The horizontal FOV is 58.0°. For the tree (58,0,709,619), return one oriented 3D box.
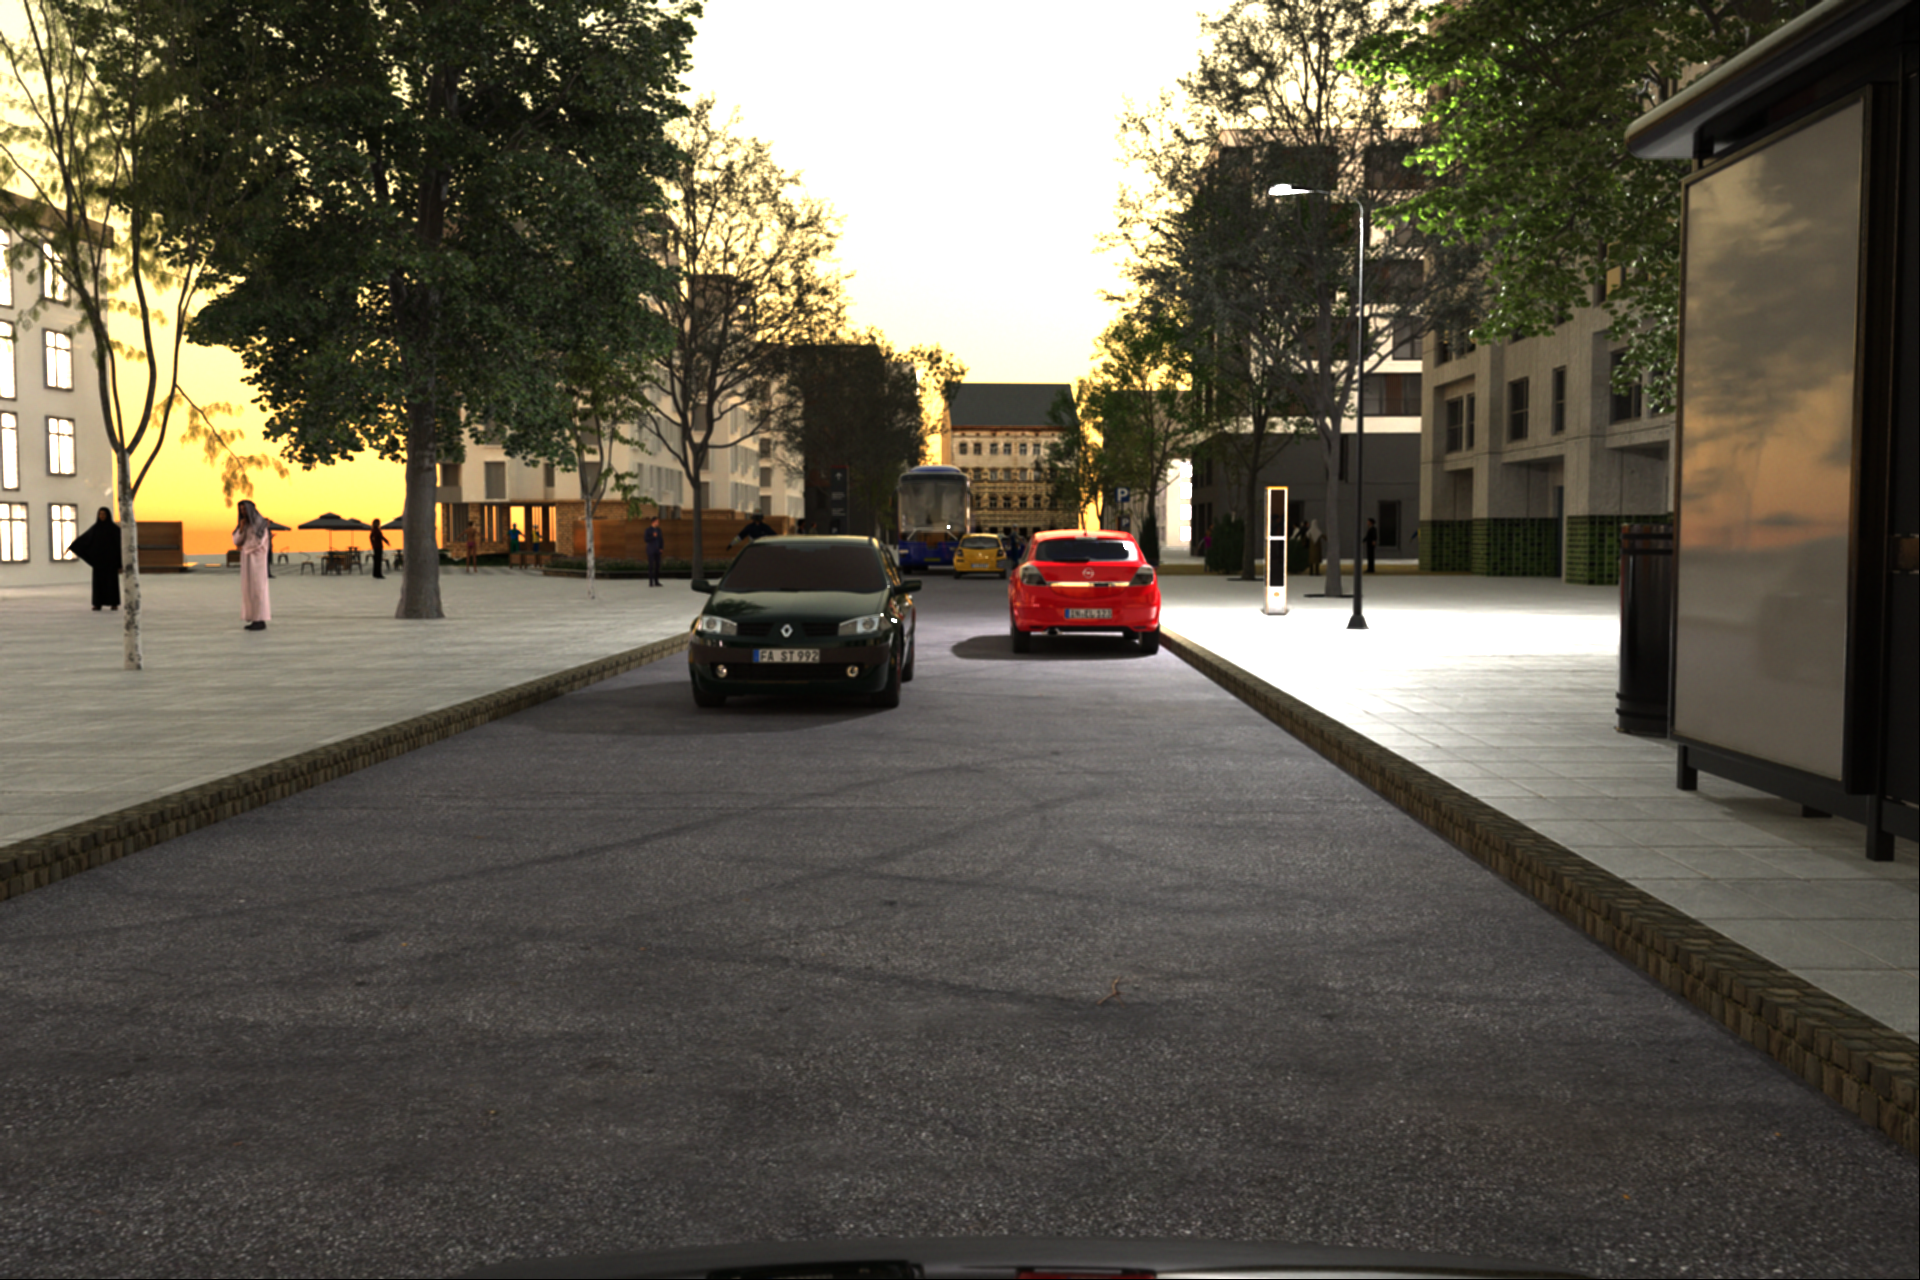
[{"bbox_3d":[-8.268,-7.308,26.140,9.857,13.997,8.962,0,3,0],"label":"tree"}]

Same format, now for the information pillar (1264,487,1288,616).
[{"bbox_3d":[4.962,-1.391,27.229,0.304,2.012,0.304,0,4,1],"label":"information pillar"}]

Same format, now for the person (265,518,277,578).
[{"bbox_3d":[-20.134,-2.695,50.641,0.750,1.759,0.617,1,4,16],"label":"person"}]

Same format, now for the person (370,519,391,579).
[{"bbox_3d":[-16.770,-2.647,50.086,0.721,1.729,1.215,-3,5,-41],"label":"person"}]

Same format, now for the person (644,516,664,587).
[{"bbox_3d":[-7.497,-2.170,42.438,0.541,1.710,0.530,-2,4,-35],"label":"person"}]

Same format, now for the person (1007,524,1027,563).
[{"bbox_3d":[2.227,-3.737,69.412,0.705,1.847,1.347,-2,4,-32],"label":"person"}]

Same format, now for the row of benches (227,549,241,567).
[{"bbox_3d":[-28.674,-3.246,68.530,1.422,0.672,4.104,-1,4,-22],"label":"row of benches"}]

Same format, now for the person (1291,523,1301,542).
[{"bbox_3d":[15.720,-4.586,81.166,0.705,1.806,1.347,2,4,30],"label":"person"}]

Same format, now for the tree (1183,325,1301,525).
[{"bbox_3d":[9.576,-6.735,60.475,4.360,8.622,3.978,0,3,0],"label":"tree"}]

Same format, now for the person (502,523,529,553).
[{"bbox_3d":[-21.549,-4.755,83.874,1.347,1.817,0.704,0,4,0],"label":"person"}]

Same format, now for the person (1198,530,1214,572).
[{"bbox_3d":[8.357,-2.979,57.974,0.991,1.433,0.599,-2,4,-30],"label":"person"}]

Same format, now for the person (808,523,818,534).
[{"bbox_3d":[-6.550,-4.373,77.762,0.705,1.796,1.348,-2,4,-34],"label":"person"}]

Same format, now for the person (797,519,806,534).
[{"bbox_3d":[-5.661,-3.440,62.393,0.704,1.843,1.345,1,4,12],"label":"person"}]

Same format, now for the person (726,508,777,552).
[{"bbox_3d":[-4.402,-1.948,37.719,1.351,1.845,0.704,0,4,-6],"label":"person"}]

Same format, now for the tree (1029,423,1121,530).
[{"bbox_3d":[10.188,-12.890,145.158,7.601,10.594,8.767,3,5,43],"label":"tree"}]

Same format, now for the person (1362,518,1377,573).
[{"bbox_3d":[13.614,-3.139,57.510,0.705,1.806,1.347,0,4,-5],"label":"person"}]

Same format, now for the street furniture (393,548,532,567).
[{"bbox_3d":[-20.013,-3.421,71.565,5.734,0.657,10.072,0,4,-6],"label":"street furniture"}]

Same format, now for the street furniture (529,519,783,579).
[{"bbox_3d":[-9.562,-2.781,52.326,9.812,1.723,11.010,-2,4,-31],"label":"street furniture"}]

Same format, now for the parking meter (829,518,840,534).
[{"bbox_3d":[-4.600,-3.539,63.568,0.399,1.863,0.255,0,4,2],"label":"parking meter"}]

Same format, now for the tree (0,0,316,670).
[{"bbox_3d":[-7.828,-4.037,16.360,4.360,8.622,3.978,0,3,0],"label":"tree"}]

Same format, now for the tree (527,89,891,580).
[{"bbox_3d":[-7.482,-8.464,48.763,12.009,13.543,11.850,0,3,0],"label":"tree"}]

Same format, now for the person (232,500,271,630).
[{"bbox_3d":[-9.519,-1.012,23.257,0.551,1.740,0.621,1,4,10],"label":"person"}]

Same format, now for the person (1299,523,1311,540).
[{"bbox_3d":[17.108,-4.934,86.438,1.354,1.858,0.705,-1,4,-12],"label":"person"}]

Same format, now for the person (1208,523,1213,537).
[{"bbox_3d":[12.564,-4.911,86.436,0.704,1.812,1.346,2,4,31],"label":"person"}]

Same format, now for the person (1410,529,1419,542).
[{"bbox_3d":[19.847,-4.169,74.129,1.349,1.833,0.705,3,4,39],"label":"person"}]

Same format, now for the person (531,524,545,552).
[{"bbox_3d":[-21.429,-4.976,87.821,0.721,1.772,1.216,-3,5,-44],"label":"person"}]

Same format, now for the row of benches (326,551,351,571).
[{"bbox_3d":[-22.426,-2.879,62.540,1.422,0.672,4.104,-1,4,-16],"label":"row of benches"}]

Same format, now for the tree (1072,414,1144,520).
[{"bbox_3d":[8.912,-8.871,95.409,4.360,8.622,3.978,0,3,0],"label":"tree"}]

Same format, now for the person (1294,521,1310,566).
[{"bbox_3d":[13.415,-3.724,67.112,0.704,1.802,1.346,-3,4,-38],"label":"person"}]

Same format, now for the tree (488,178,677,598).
[{"bbox_3d":[-7.402,-5.119,34.063,4.737,8.622,4.395,0,3,0],"label":"tree"}]

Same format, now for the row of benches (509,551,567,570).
[{"bbox_3d":[-15.352,-2.899,62.860,1.422,0.672,4.104,-2,4,-35],"label":"row of benches"}]

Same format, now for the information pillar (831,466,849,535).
[{"bbox_3d":[-4.559,-4.667,65.682,0.750,3.857,0.750,0,4,1],"label":"information pillar"}]

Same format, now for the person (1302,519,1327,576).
[{"bbox_3d":[10.991,-2.848,53.333,0.721,1.736,1.217,-2,4,-35],"label":"person"}]

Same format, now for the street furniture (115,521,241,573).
[{"bbox_3d":[-30.409,-3.225,59.587,11.010,1.723,9.812,-1,4,-22],"label":"street furniture"}]

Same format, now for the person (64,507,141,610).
[{"bbox_3d":[-14.398,-1.366,29.115,1.214,1.737,0.721,-1,4,-9],"label":"person"}]

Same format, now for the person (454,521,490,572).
[{"bbox_3d":[-16.442,-3.152,58.345,1.217,1.733,0.721,0,4,-2],"label":"person"}]

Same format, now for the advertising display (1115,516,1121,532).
[{"bbox_3d":[5.613,-3.447,61.579,0.123,1.923,0.974,0,4,2],"label":"advertising display"}]
